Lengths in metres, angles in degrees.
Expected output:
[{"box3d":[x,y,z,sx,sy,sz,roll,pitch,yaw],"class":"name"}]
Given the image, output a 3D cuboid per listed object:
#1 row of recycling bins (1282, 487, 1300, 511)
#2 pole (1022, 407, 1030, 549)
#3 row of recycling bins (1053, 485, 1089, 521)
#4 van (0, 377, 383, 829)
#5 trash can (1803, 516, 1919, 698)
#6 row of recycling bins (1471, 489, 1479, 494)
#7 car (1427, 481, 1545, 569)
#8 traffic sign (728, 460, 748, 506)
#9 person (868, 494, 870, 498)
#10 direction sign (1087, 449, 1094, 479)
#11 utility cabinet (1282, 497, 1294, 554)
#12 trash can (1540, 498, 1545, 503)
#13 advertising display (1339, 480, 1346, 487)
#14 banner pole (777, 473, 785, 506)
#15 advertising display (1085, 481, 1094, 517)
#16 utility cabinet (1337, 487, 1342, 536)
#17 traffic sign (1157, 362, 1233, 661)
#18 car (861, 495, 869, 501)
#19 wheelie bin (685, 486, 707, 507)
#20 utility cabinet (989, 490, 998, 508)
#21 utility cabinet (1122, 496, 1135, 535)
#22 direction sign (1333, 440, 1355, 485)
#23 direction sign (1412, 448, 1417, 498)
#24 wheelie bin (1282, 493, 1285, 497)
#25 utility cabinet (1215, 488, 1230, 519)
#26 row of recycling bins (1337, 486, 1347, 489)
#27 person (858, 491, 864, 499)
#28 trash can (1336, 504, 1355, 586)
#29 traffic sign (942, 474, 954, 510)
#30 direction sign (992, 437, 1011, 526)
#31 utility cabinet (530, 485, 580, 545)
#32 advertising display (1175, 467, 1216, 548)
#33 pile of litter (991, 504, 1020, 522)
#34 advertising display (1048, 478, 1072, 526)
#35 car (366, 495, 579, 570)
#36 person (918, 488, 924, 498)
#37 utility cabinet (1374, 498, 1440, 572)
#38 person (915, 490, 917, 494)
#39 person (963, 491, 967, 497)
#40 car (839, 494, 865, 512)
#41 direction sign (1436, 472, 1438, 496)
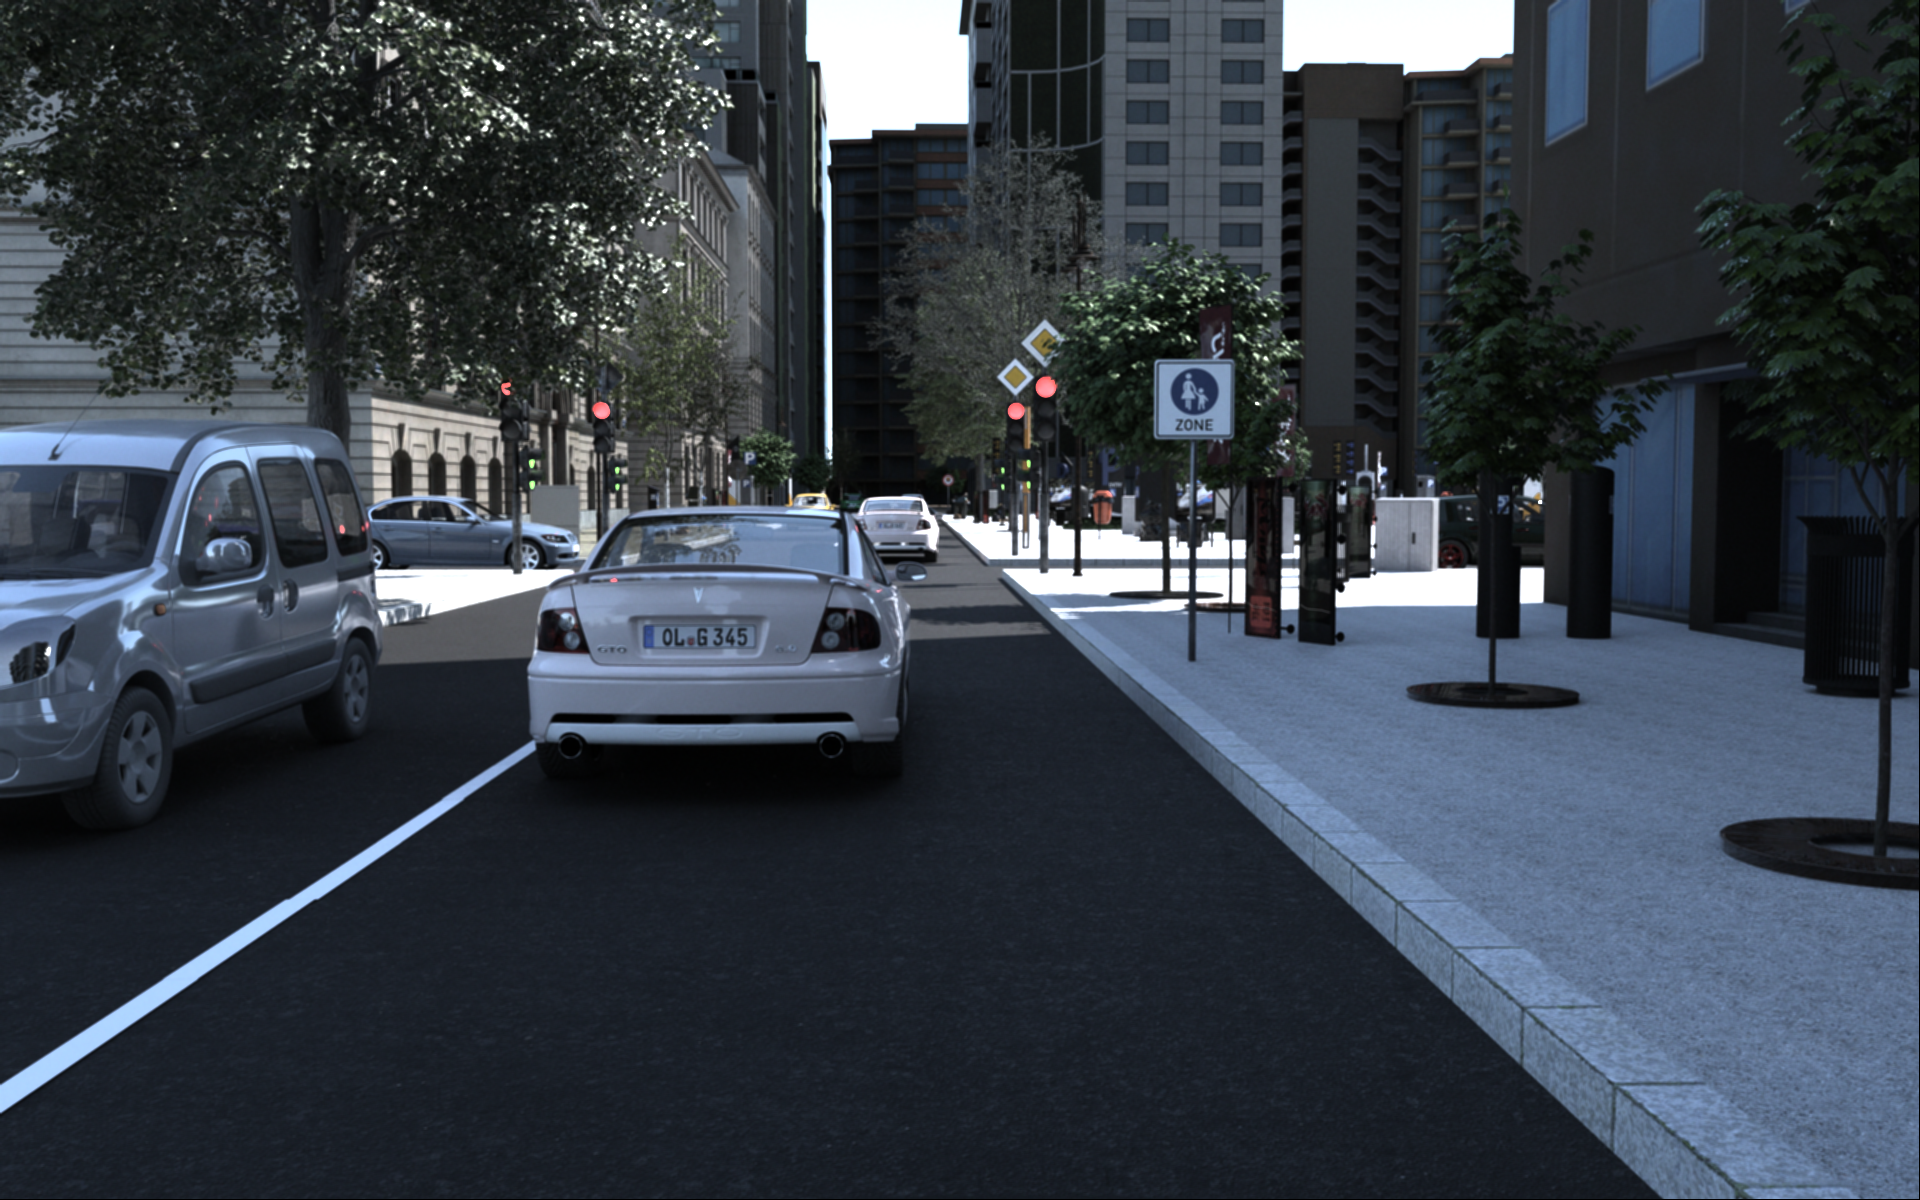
[{"box3d":[18.822,-5.840,102.595,3.534,1.692,1.069,0,4,-4],"class":"row of recycling bins"},{"box3d":[1.551,-2.858,40.577,0.158,3.312,0.155,0,3,0],"class":"pole"},{"box3d":[5.255,-4.564,81.742,1.069,1.692,3.534,-1,4,-14],"class":"row of recycling bins"},{"box3d":[-4.324,-0.104,8.712,2.013,2.044,4.112,0,4,0],"class":"van"},{"box3d":[5.754,0.034,11.097,0.748,1.137,0.748,0,3,0],"class":"trash can"},{"box3d":[26.983,-4.936,87.820,1.069,1.692,3.534,-1,4,-9],"class":"row of recycling bins"},{"box3d":[9.995,-1.313,31.252,4.222,1.686,2.009,0,3,0],"class":"car"},{"box3d":[-8.215,-3.900,63.867,0.768,2.556,0.104,0,4,1],"class":"traffic sign"},{"box3d":[-9.353,-10.112,177.087,0.557,1.426,1.065,2,4,23],"class":"person"},{"box3d":[6.827,-5.860,87.807,0.876,3.537,0.379,-1,4,-20],"class":"direction sign"},{"box3d":[6.907,-1.616,37.583,0.306,1.237,1.020,-1,4,-16],"class":"utility cabinet"},{"box3d":[34.565,-5.618,103.512,0.748,1.137,0.748,0,3,0],"class":"trash can"},{"box3d":[17.377,-4.498,78.758,0.123,1.923,0.974,1,4,23],"class":"advertising display"},{"box3d":[-9.705,-6.339,93.657,0.401,3.779,0.863,2,4,33],"class":"banner pole"},{"box3d":[6.873,-5.109,88.745,0.974,1.923,0.123,1,4,12],"class":"advertising display"},{"box3d":[10.995,-2.620,51.513,0.318,1.500,1.173,-1,4,-10],"class":"utility cabinet"},{"box3d":[1.781,-0.679,13.238,0.606,2.300,0.079,0,4,2],"class":"traffic sign"},{"box3d":[-8.962,-8.783,156.182,1.945,1.354,3.894,0,4,-1],"class":"car"},{"box3d":[-10.905,-3.902,71.698,0.980,1.594,0.693,1,4,12],"class":"wheelie bin"},{"box3d":[1.655,-5.820,103.834,1.173,1.500,0.318,0,4,-7],"class":"utility cabinet"},{"box3d":[5.651,-2.676,54.911,1.020,1.237,0.306,1,4,23],"class":"utility cabinet"},{"box3d":[16.113,-4.943,72.817,0.876,3.537,0.379,1,4,17],"class":"direction sign"},{"box3d":[22.594,-5.757,86.118,0.379,3.537,0.876,0,4,2],"class":"direction sign"},{"box3d":[18.558,-5.705,101.187,0.693,1.594,0.980,-1,4,-18],"class":"wheelie bin"},{"box3d":[10.280,-3.653,68.409,1.173,1.500,0.318,3,4,36],"class":"utility cabinet"},{"box3d":[20.364,-5.158,91.439,1.069,1.692,3.534,-2,4,-35],"class":"row of recycling bins"},{"box3d":[-8.756,-8.617,150.120,1.217,1.736,0.721,3,5,40],"class":"person"},{"box3d":[5.113,-0.761,24.094,0.748,1.137,0.748,0,3,0],"class":"trash can"},{"box3d":[-0.752,-6.803,111.327,0.768,2.556,0.104,0,4,4],"class":"traffic sign"},{"box3d":[1.697,-4.732,69.370,0.876,3.537,0.379,2,4,26],"class":"direction sign"},{"box3d":[-10.116,-2.113,43.224,1.173,1.500,0.318,-1,4,-22],"class":"utility cabinet"},{"box3d":[5.645,-2.223,41.565,0.974,1.923,0.123,2,4,24],"class":"advertising display"},{"box3d":[2.129,-4.004,79.432,1.719,0.858,1.176,-3,5,-39],"class":"pile of litter"},{"box3d":[4.002,-3.918,69.280,0.974,1.923,0.123,-1,4,-11],"class":"advertising display"},{"box3d":[-9.209,-1.190,31.463,4.499,1.417,2.014,0,4,-1],"class":"car"},{"box3d":[-2.632,-6.377,112.784,0.705,1.822,1.348,2,4,31],"class":"person"},{"box3d":[7.419,-1.079,28.801,1.020,1.237,0.306,3,4,39],"class":"utility cabinet"},{"box3d":[-4.491,-10.415,178.802,0.705,1.822,1.348,-1,4,-19],"class":"person"},{"box3d":[0.635,-11.154,190.865,0.705,1.824,1.348,3,5,44],"class":"person"},{"box3d":[-8.031,-7.352,129.008,1.959,1.807,4.718,0,4,-2],"class":"car"},{"box3d":[28.163,-6.741,102.214,0.379,3.537,0.876,0,4,7],"class":"direction sign"}]
